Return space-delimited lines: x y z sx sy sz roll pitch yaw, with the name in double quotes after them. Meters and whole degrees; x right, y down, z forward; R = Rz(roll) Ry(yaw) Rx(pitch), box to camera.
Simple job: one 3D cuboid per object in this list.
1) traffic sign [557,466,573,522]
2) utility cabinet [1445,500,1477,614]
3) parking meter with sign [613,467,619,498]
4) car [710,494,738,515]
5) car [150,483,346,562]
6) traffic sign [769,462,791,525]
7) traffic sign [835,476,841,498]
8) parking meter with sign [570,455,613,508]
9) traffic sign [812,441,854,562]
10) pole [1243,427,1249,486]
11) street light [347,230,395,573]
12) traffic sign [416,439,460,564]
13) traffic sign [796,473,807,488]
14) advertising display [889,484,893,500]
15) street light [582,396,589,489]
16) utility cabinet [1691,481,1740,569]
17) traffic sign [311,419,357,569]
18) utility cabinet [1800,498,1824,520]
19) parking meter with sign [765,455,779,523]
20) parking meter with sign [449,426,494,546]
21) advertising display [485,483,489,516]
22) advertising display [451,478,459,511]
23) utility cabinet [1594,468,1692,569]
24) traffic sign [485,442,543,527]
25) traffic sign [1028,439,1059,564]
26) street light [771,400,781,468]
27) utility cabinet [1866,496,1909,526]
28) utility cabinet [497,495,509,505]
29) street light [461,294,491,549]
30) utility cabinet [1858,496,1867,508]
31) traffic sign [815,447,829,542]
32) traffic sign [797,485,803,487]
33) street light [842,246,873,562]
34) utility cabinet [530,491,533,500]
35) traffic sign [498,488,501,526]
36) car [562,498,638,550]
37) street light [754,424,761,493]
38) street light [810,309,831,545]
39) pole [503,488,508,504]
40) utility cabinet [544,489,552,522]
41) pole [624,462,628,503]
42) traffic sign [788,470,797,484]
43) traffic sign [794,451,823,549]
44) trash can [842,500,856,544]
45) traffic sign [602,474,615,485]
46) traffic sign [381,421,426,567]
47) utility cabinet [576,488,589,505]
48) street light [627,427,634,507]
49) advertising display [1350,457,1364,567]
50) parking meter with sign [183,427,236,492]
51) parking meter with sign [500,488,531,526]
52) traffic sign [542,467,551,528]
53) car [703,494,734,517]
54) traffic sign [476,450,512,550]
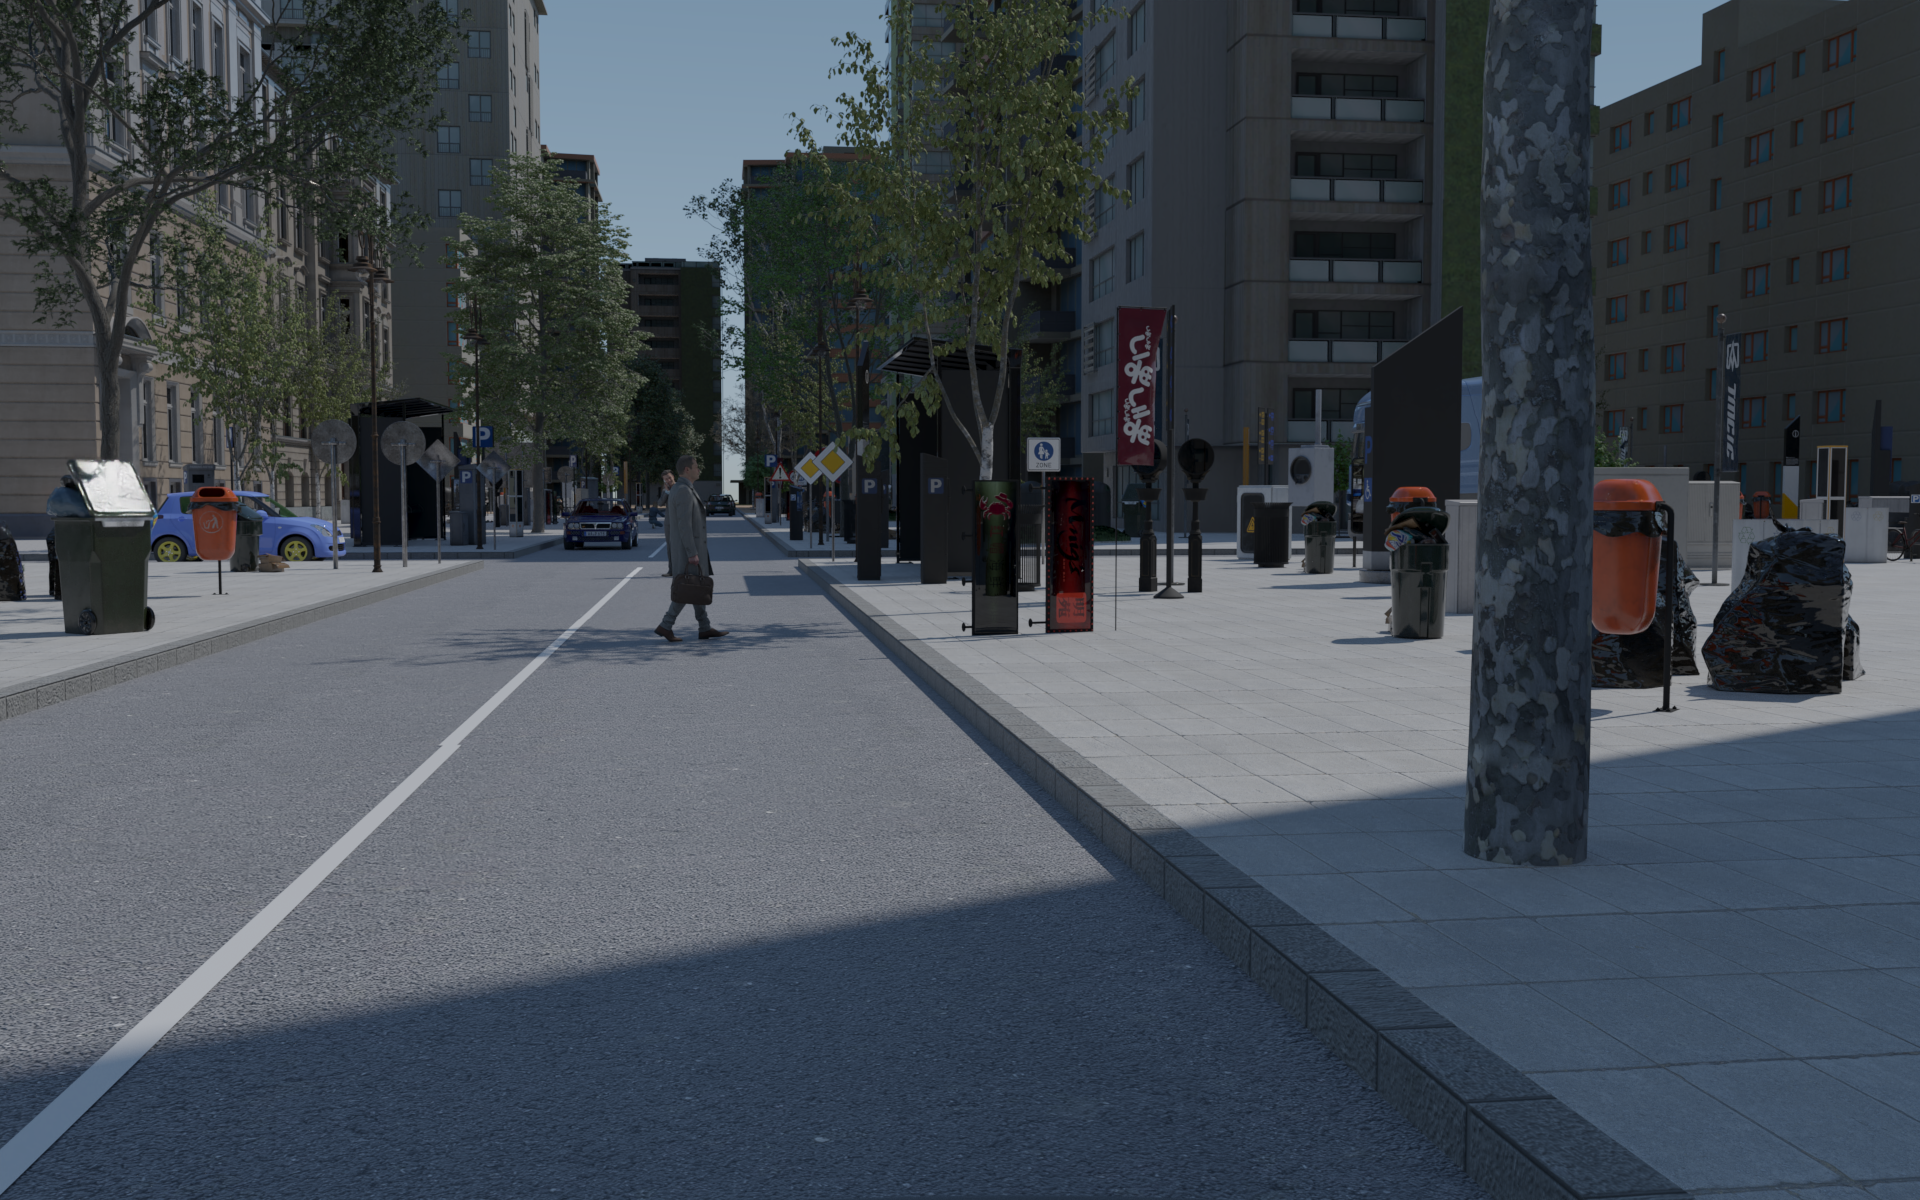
-17.918 -4.808 78.717 0.768 2.556 0.104 0 4 -2 "traffic sign"
5.773 -0.464 18.749 1.020 1.237 0.306 -1 4 -16 "utility cabinet"
-22.522 -7.003 110.756 1.738 3.016 0.543 3 5 44 "parking meter with sign"
-16.217 -6.647 118.471 2.009 1.686 4.222 0 4 -8 "car"
-14.337 -1.546 34.869 3.694 1.707 1.945 -1 4 -9 "car"
-7.338 -4.326 70.738 0.884 2.594 0.081 0 4 -5 "traffic sign"
-5.705 -5.059 82.824 0.768 2.556 0.104 0 4 -5 "traffic sign"
-16.593 -4.980 77.682 0.543 3.016 1.738 3 5 44 "parking meter with sign"
-2.409 -1.785 32.824 0.795 2.450 0.064 0 4 -8 "traffic sign"
8.736 -3.613 52.922 0.158 3.312 0.155 0 3 0 "pole"
-9.541 -3.388 28.186 0.468 5.910 1.993 0 4 -8 "street light"
-9.587 -1.725 31.847 0.795 2.450 0.064 0 4 -8 "traffic sign"
-7.482 -4.862 81.616 0.606 2.300 0.079 0 4 0 "traffic sign"
-4.828 -6.676 114.368 0.974 1.923 0.123 3 5 43 "advertising display"
-16.196 -6.254 75.042 0.468 5.910 1.993 0 4 -8 "street light"
12.561 -1.264 29.345 1.173 1.500 0.318 0 4 -3 "utility cabinet"
-10.689 -1.802 29.576 0.768 2.556 0.104 0 4 -2 "traffic sign"
12.317 -0.853 25.105 0.306 1.237 1.020 2 4 25 "utility cabinet"
-8.352 -4.959 77.333 0.543 3.016 1.738 0 4 -1 "parking meter with sign"
-12.345 -2.901 43.697 0.543 3.016 1.738 0 4 8 "parking meter with sign"
-27.620 -5.825 100.451 0.123 1.923 0.974 1 4 14 "advertising display"
-20.920 -4.082 71.946 0.123 1.923 0.974 0 4 2 "advertising display"
5.511 -0.366 14.667 1.173 1.500 0.318 0 4 -4 "utility cabinet"
-17.526 -4.542 68.131 2.265 3.308 0.079 0 4 -2 "traffic sign"
1.514 -1.795 31.482 0.606 2.300 0.079 0 4 -8 "traffic sign"
-8.391 -6.508 79.199 0.468 5.910 1.993 0 4 -8 "street light"
23.777 -2.021 44.199 1.020 1.237 0.306 1 4 11 "utility cabinet"
-24.970 -5.116 94.812 1.020 1.237 0.306 1 4 13 "utility cabinet"
-11.176 -4.119 40.131 0.468 5.910 1.993 0 4 -8 "street light"
24.675 -2.180 46.804 0.306 1.237 1.020 0 3 0 "utility cabinet"
-3.571 -2.849 46.683 0.768 2.556 0.104 0 4 -2 "traffic sign"
-10.208 -6.749 110.455 0.768 2.556 0.104 0 4 0 "traffic sign"
-1.915 -3.651 32.489 0.468 5.910 1.993 0 4 -8 "street light"
-27.912 -6.314 111.907 1.173 1.500 0.318 -1 4 -19 "utility cabinet"
-18.275 -4.194 68.684 0.768 2.556 0.104 0 4 -3 "traffic sign"
-9.482 -2.034 45.842 1.945 1.354 3.894 0 4 -7 "car"
-13.315 -8.644 114.123 0.468 5.910 1.993 0 4 -8 "street light"
-3.502 -4.322 43.457 0.468 5.910 1.993 0 4 -8 "street light"
-19.470 -4.912 74.148 0.158 3.312 0.155 0 3 0 "pole"
-18.650 -4.229 77.820 0.318 1.500 1.173 0 4 5 "utility cabinet"
-20.990 -7.030 108.782 0.158 3.312 0.155 0 3 0 "pole"
-8.600 -5.528 90.490 0.768 2.556 0.104 0 4 -7 "traffic sign"
-3.513 -2.269 40.733 0.795 2.450 0.064 0 4 -8 "traffic sign"
-2.698 -2.023 44.723 0.748 1.137 0.748 0 3 0 "trash can"
-21.003 -6.326 103.542 0.768 2.556 0.104 0 4 0 "traffic sign"
-9.742 -1.848 30.328 0.768 2.556 0.104 0 4 -5 "traffic sign"
-14.768 -3.614 67.761 0.318 1.500 1.173 -1 4 -22 "utility cabinet"
-20.957 -8.392 109.989 0.468 5.910 1.993 0 4 -8 "street light"
7.253 -1.516 29.999 0.974 1.923 0.123 2 4 34 "advertising display"
-19.539 -2.947 44.440 1.738 3.016 0.543 -3 4 -39 "parking meter with sign"
-17.867 -4.538 70.456 1.738 3.016 0.543 0 4 0 "parking meter with sign"
-15.761 -3.878 65.528 0.606 2.300 0.079 0 4 -4 "traffic sign"
-15.580 -6.248 111.949 2.009 1.686 4.222 -1 4 -8 "car"
-10.690 -2.209 39.756 0.795 2.450 0.064 0 4 -8 "traffic sign"
